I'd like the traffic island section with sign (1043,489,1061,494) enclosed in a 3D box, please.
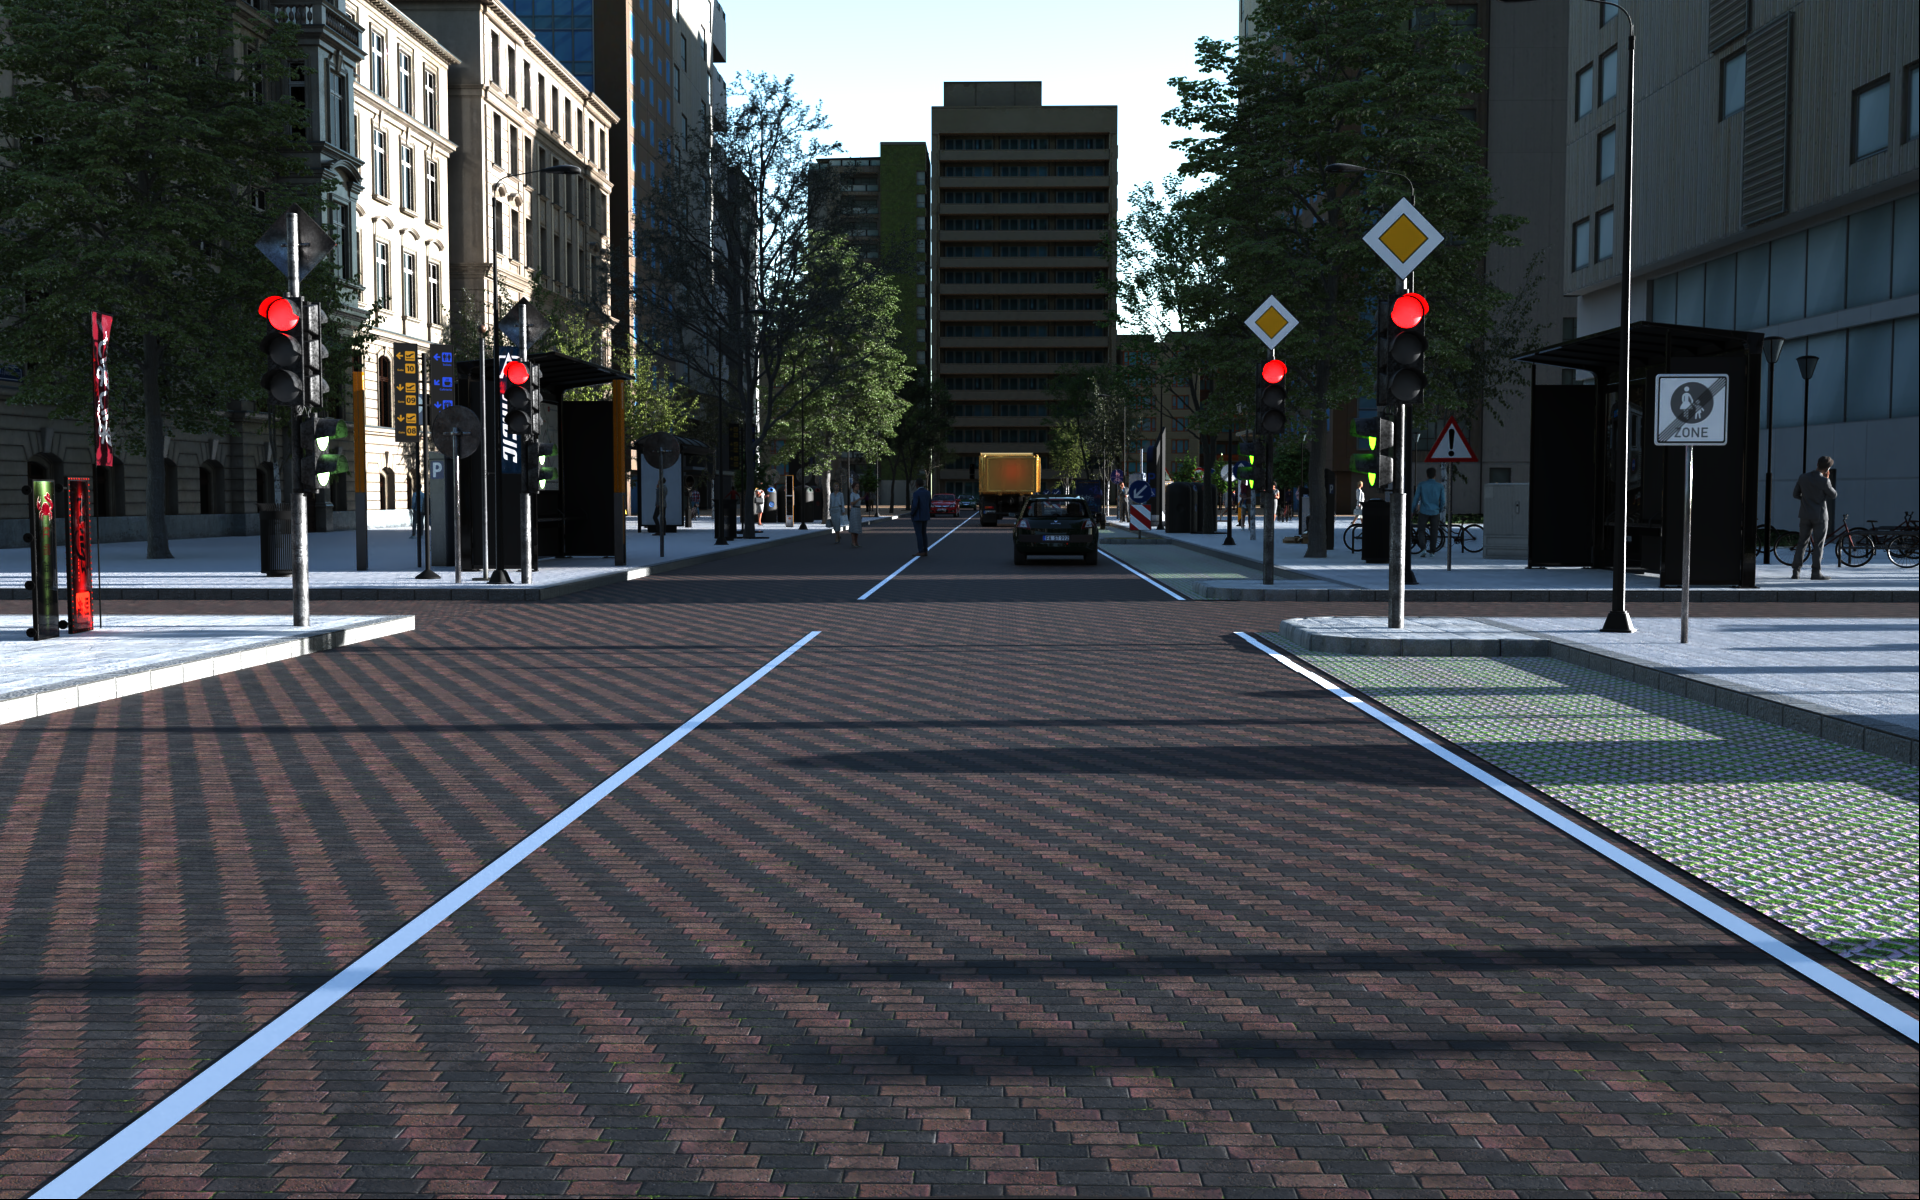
[{"bbox_3d":[6.894,-7.198,126.321,1.989,1.847,2.006,0,4,1],"label":"traffic island section with sign"}]

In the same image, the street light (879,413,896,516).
[{"bbox_3d":[-4.244,-7.785,99.829,1.470,5.913,1.316,0,4,1],"label":"street light"}]

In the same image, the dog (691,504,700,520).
[{"bbox_3d":[-13.193,-4.338,85.305,0.513,0.831,0.800,-2,4,-31],"label":"dog"}]

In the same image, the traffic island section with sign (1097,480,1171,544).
[{"bbox_3d":[5.020,-2.523,49.874,1.989,1.847,2.006,0,4,1],"label":"traffic island section with sign"}]

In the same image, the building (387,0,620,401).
[{"bbox_3d":[-25.692,-17.676,86.258,12.463,27.353,25.104,0,4,1],"label":"building"}]

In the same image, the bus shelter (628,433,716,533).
[{"bbox_3d":[-9.901,-4.041,59.991,2.014,3.302,5.546,0,4,1],"label":"bus shelter"}]

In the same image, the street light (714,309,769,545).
[{"bbox_3d":[-5.495,-4.347,43.618,1.470,5.913,1.316,0,4,1],"label":"street light"}]

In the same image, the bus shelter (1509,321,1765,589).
[{"bbox_3d":[10.166,-2.159,26.590,1.731,3.624,6.357,0,4,1],"label":"bus shelter"}]

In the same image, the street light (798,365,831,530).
[{"bbox_3d":[-5.128,-5.497,62.414,1.470,5.913,1.316,0,4,1],"label":"street light"}]

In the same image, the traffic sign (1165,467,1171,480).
[{"bbox_3d":[9.894,-5.113,83.607,0.884,2.594,0.081,0,4,3],"label":"traffic sign"}]

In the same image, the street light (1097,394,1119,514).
[{"bbox_3d":[7.125,-6.626,80.868,1.470,5.913,1.316,0,4,1],"label":"street light"}]

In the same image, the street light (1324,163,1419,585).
[{"bbox_3d":[5.819,-3.178,24.499,1.470,5.913,1.316,0,4,1],"label":"street light"}]

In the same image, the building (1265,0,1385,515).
[{"bbox_3d":[30.418,-29.114,126.123,14.600,45.320,14.200,0,4,1],"label":"building"}]

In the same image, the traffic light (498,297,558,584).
[{"bbox_3d":[-6.199,-2.190,24.725,0.839,4.253,0.868,0,4,1],"label":"traffic light"}]

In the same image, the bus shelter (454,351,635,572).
[{"bbox_3d":[-7.431,-2.469,31.656,1.731,3.624,6.357,0,4,2],"label":"bus shelter"}]

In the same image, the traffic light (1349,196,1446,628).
[{"bbox_3d":[4.164,-1.687,16.502,0.839,4.253,0.868,0,4,1],"label":"traffic light"}]

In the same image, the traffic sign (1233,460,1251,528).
[{"bbox_3d":[10.715,-4.012,65.703,0.768,2.556,0.104,0,4,5],"label":"traffic sign"}]

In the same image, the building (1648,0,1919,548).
[{"bbox_3d":[34.980,-28.149,49.469,27.495,52.752,28.713,0,4,1],"label":"building"}]

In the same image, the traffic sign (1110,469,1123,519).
[{"bbox_3d":[8.097,-5.434,88.945,0.768,2.556,0.104,1,4,9],"label":"traffic sign"}]

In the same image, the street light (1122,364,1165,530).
[{"bbox_3d":[6.677,-5.481,62.161,1.470,5.913,1.316,0,4,1],"label":"street light"}]

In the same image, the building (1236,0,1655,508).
[{"bbox_3d":[38.608,-34.084,146.512,28.713,52.752,27.495,0,4,1],"label":"building"}]

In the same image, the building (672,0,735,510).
[{"bbox_3d":[-32.202,-32.931,127.660,28.713,52.752,27.495,0,4,1],"label":"building"}]

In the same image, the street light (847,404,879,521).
[{"bbox_3d":[-4.689,-6.641,81.121,1.470,5.913,1.316,0,4,1],"label":"street light"}]

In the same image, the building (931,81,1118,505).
[{"bbox_3d":[7.520,-35.689,207.211,21.600,48.544,21.300,0,4,1],"label":"building"}]

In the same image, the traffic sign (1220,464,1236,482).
[{"bbox_3d":[11.472,-4.511,73.855,0.768,2.556,0.104,0,4,6],"label":"traffic sign"}]

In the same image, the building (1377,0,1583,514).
[{"bbox_3d":[29.362,-19.584,91.897,14.160,30.474,14.107,0,4,1],"label":"building"}]

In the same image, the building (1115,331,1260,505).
[{"bbox_3d":[33.127,-22.357,210.571,28.899,21.520,27.650,0,4,1],"label":"building"}]

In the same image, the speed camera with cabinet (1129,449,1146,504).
[{"bbox_3d":[8.105,-5.027,76.531,0.660,3.252,2.038,2,4,29],"label":"speed camera with cabinet"}]

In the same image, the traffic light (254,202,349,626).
[{"bbox_3d":[-6.394,-1.702,16.742,0.839,4.253,0.868,0,4,1],"label":"traffic light"}]

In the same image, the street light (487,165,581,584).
[{"bbox_3d":[-6.046,-3.185,24.612,1.470,5.913,1.316,0,4,1],"label":"street light"}]

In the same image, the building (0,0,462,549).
[{"bbox_3d":[-27.080,-14.521,56.507,14.460,24.649,34.723,0,4,1],"label":"building"}]

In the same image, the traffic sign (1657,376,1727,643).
[{"bbox_3d":[6.232,-0.777,14.835,0.606,2.300,0.079,0,4,2],"label":"traffic sign"}]

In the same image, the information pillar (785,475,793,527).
[{"bbox_3d":[-6.632,-3.843,67.323,0.304,2.012,0.304,0,4,-7],"label":"information pillar"}]

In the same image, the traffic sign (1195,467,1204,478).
[{"bbox_3d":[11.373,-5.039,82.494,0.768,2.556,0.104,0,4,5],"label":"traffic sign"}]

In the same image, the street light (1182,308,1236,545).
[{"bbox_3d":[6.237,-4.336,43.430,1.470,5.913,1.316,0,4,1],"label":"street light"}]

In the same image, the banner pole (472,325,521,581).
[{"bbox_3d":[-6.856,-2.188,25.787,0.863,3.779,0.401,-2,4,-25],"label":"banner pole"}]

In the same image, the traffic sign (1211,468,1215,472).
[{"bbox_3d":[12.227,-5.189,84.943,0.768,2.556,0.104,1,4,10],"label":"traffic sign"}]

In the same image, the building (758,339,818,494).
[{"bbox_3d":[-31.867,-22.451,212.115,28.899,21.520,27.650,0,4,1],"label":"building"}]

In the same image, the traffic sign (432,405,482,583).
[{"bbox_3d":[-7.240,-1.517,24.912,0.768,2.556,0.104,1,4,10],"label":"traffic sign"}]

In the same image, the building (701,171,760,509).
[{"bbox_3d":[-25.493,-23.470,155.439,14.107,30.474,14.160,0,4,1],"label":"building"}]

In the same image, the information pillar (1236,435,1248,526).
[{"bbox_3d":[11.217,-4.734,68.750,0.183,3.616,0.504,-2,4,-30],"label":"information pillar"}]

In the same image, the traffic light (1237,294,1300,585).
[{"bbox_3d":[4.359,-2.175,24.484,0.839,4.253,0.868,0,4,1],"label":"traffic light"}]

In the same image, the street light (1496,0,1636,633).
[{"bbox_3d":[5.604,-2.659,16.018,1.470,5.913,1.316,0,4,1],"label":"street light"}]

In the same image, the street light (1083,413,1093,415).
[{"bbox_3d":[7.737,-7.769,99.571,1.470,5.913,1.316,0,4,1],"label":"street light"}]

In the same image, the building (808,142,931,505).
[{"bbox_3d":[-10.548,-31.839,204.164,14.086,41.232,14.154,0,4,1],"label":"building"}]

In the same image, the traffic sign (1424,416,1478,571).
[{"bbox_3d":[8.173,-1.766,28.875,0.884,2.594,0.081,0,4,4],"label":"traffic sign"}]

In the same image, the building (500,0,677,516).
[{"bbox_3d":[-25.873,-27.939,106.918,14.600,45.320,14.200,0,4,1],"label":"building"}]

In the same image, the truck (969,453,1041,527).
[{"bbox_3d":[2.194,-5.138,79.929,3.469,3.379,9.791,0,4,0],"label":"truck"}]
